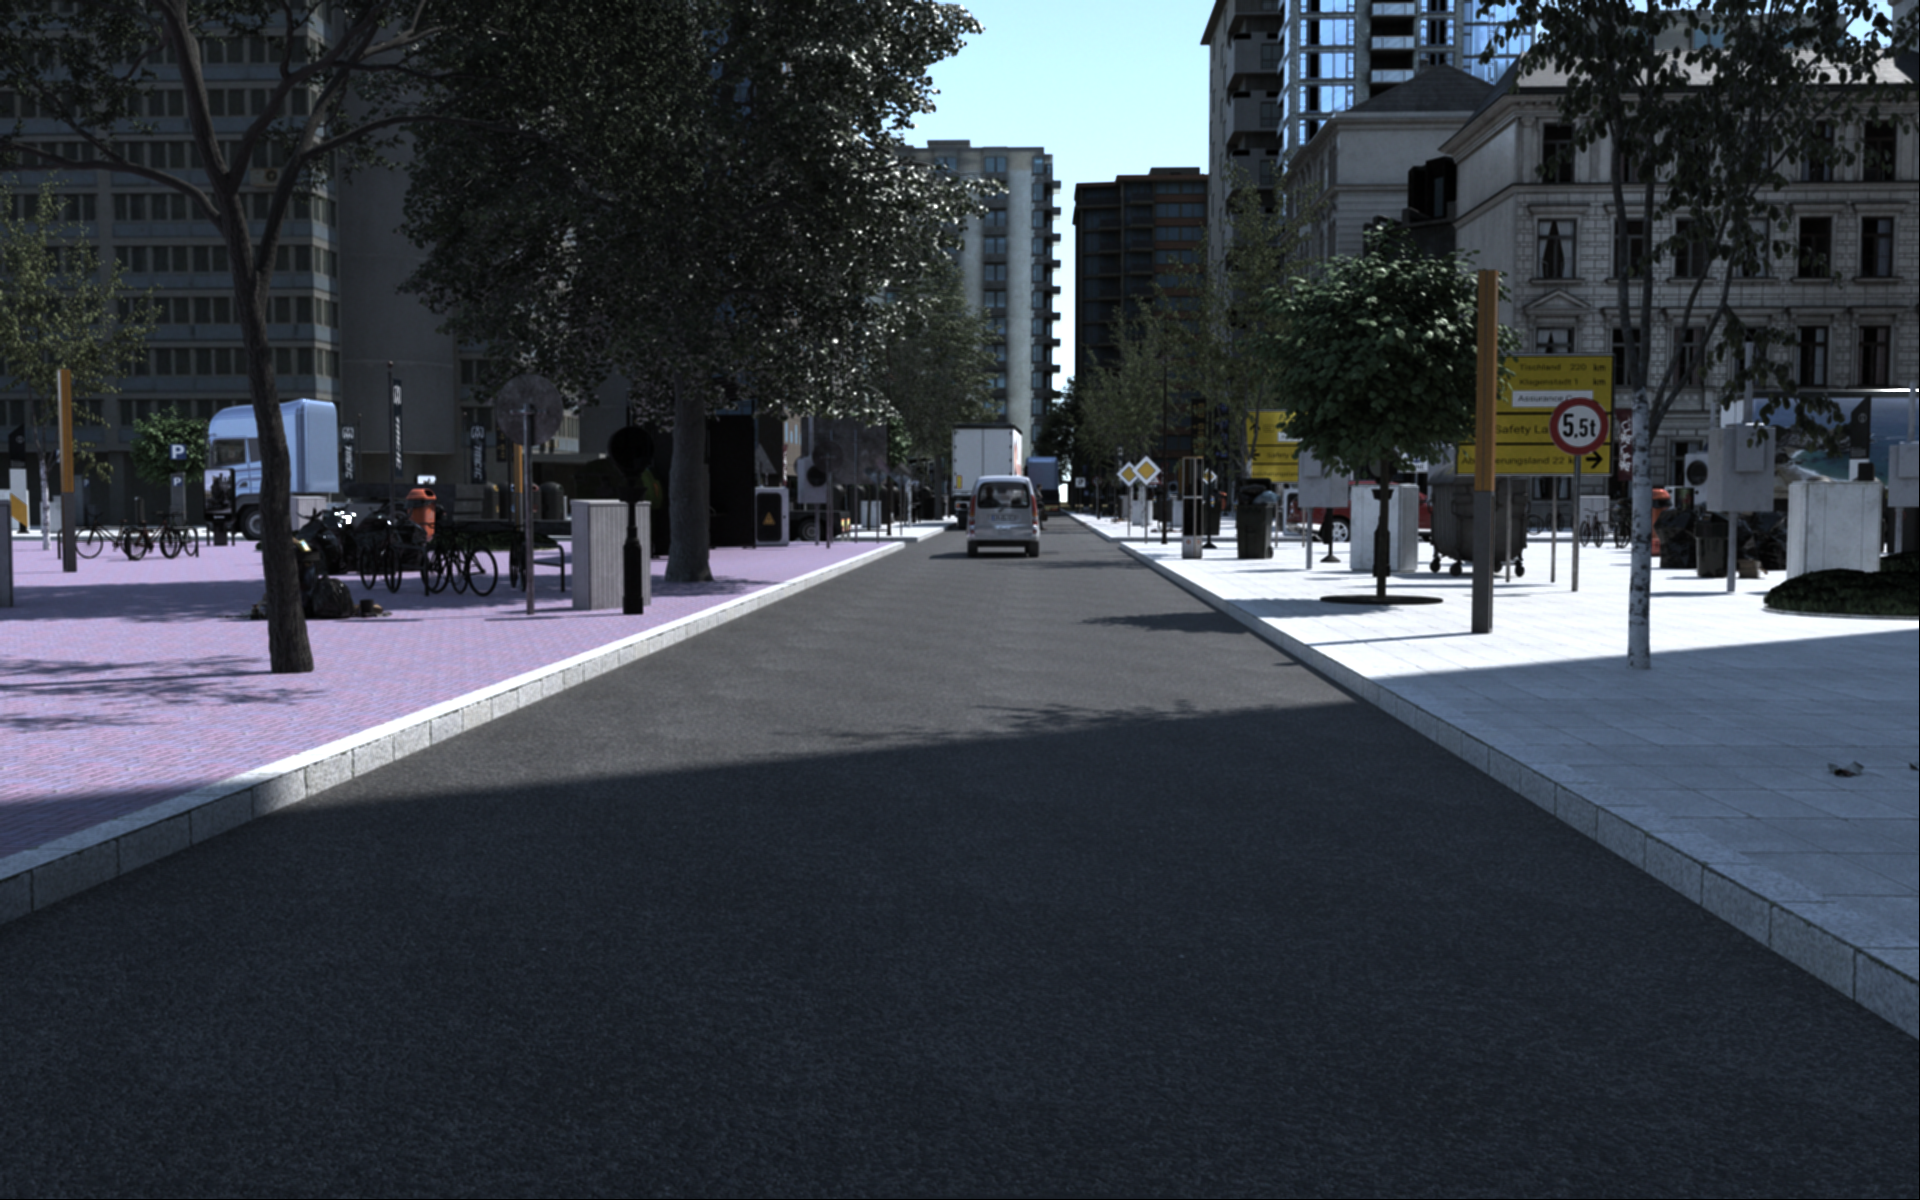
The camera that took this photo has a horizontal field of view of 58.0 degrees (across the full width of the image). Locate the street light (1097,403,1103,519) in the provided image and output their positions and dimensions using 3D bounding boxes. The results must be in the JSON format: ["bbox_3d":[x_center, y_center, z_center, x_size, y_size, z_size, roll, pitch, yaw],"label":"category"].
[{"bbox_3d":[7.041,-7.032,87.759,0.468,5.910,1.993,0,4,2],"label":"street light"}]

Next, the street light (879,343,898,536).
[{"bbox_3d":[-2.191,-4.925,53.311,0.468,5.910,1.993,0,4,2],"label":"street light"}]

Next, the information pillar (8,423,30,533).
[{"bbox_3d":[-30.839,-3.998,56.729,0.504,3.616,0.183,-3,5,-41],"label":"information pillar"}]

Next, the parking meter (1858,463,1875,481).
[{"bbox_3d":[17.005,-1.641,32.537,0.255,1.863,0.399,2,4,33],"label":"parking meter"}]

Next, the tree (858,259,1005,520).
[{"bbox_3d":[-1.456,-10.166,84.339,7.486,12.596,7.792,0,3,0],"label":"tree"}]

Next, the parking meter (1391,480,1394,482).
[{"bbox_3d":[15.135,-3.395,61.220,0.399,1.863,0.255,2,4,34],"label":"parking meter"}]

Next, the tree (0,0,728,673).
[{"bbox_3d":[-5.096,-4.771,12.416,7.601,10.594,8.767,3,4,36],"label":"tree"}]

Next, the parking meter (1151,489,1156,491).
[{"bbox_3d":[12.901,-6.706,115.360,0.399,1.863,0.255,0,4,-5],"label":"parking meter"}]

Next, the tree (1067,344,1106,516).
[{"bbox_3d":[6.810,-7.088,66.248,4.737,8.622,4.395,0,3,0],"label":"tree"}]

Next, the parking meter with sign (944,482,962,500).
[{"bbox_3d":[-0.681,-7.017,110.989,1.738,3.016,0.543,1,4,13],"label":"parking meter with sign"}]

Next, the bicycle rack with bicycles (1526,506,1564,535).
[{"bbox_3d":[17.396,-2.578,55.527,2.852,0.926,2.925,-3,5,-43],"label":"bicycle rack with bicycles"}]

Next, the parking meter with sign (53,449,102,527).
[{"bbox_3d":[-33.991,-4.316,66.819,1.738,3.016,0.543,1,4,13],"label":"parking meter with sign"}]

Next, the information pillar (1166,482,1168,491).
[{"bbox_3d":[12.423,-6.141,104.900,0.304,2.012,0.304,0,4,-7],"label":"information pillar"}]

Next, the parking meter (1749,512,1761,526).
[{"bbox_3d":[19.030,-2.012,41.300,0.372,1.533,0.369,0,3,0],"label":"parking meter"}]

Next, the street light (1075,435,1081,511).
[{"bbox_3d":[8.672,-9.432,126.997,0.468,5.910,1.993,0,4,2],"label":"street light"}]

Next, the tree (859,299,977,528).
[{"bbox_3d":[-1.687,-7.068,65.927,4.360,8.622,3.978,0,3,0],"label":"tree"}]

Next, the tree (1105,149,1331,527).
[{"bbox_3d":[6.099,-5.325,37.427,4.737,8.622,4.395,0,3,0],"label":"tree"}]

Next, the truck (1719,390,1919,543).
[{"bbox_3d":[27.022,-3.590,47.608,11.283,4.237,2.839,0,4,4],"label":"truck"}]

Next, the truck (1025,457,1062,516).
[{"bbox_3d":[5.599,-7.903,118.979,2.967,4.110,18.799,0,4,3],"label":"truck"}]

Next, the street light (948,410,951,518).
[{"bbox_3d":[-0.585,-7.342,92.823,0.468,5.910,1.993,0,4,2],"label":"street light"}]

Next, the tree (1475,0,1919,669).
[{"bbox_3d":[5.111,-3.787,12.287,4.360,8.622,3.978,0,3,0],"label":"tree"}]

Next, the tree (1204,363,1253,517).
[{"bbox_3d":[15.280,-8.966,96.950,4.360,8.622,3.978,0,3,0],"label":"tree"}]

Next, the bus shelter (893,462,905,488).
[{"bbox_3d":[-4.263,-6.424,96.314,1.731,3.624,6.357,0,4,3],"label":"bus shelter"}]

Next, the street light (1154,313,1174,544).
[{"bbox_3d":[5.242,-4.372,44.263,0.468,5.910,1.993,0,4,2],"label":"street light"}]

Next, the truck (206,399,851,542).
[{"bbox_3d":[-12.594,-3.652,49.462,18.799,4.110,2.967,0,4,3],"label":"truck"}]

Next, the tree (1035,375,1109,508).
[{"bbox_3d":[11.104,-15.080,164.680,7.486,12.596,7.792,0,3,0],"label":"tree"}]

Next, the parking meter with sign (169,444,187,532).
[{"bbox_3d":[-26.890,-3.868,59.505,0.543,3.016,1.738,-1,4,-21],"label":"parking meter with sign"}]

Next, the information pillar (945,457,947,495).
[{"bbox_3d":[-0.900,-7.236,109.662,0.183,3.616,0.504,0,4,3],"label":"information pillar"}]

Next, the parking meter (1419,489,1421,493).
[{"bbox_3d":[19.738,-4.064,74.857,0.372,1.533,0.369,0,3,0],"label":"parking meter"}]

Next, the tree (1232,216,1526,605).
[{"bbox_3d":[4.968,-2.257,20.621,4.285,4.588,4.351,0,3,0],"label":"tree"}]

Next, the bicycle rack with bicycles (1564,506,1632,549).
[{"bbox_3d":[16.272,-1.710,41.335,2.852,0.926,2.925,0,4,8],"label":"bicycle rack with bicycles"}]

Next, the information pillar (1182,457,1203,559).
[{"bbox_3d":[4.598,-1.821,34.257,0.304,2.012,0.304,3,4,37],"label":"information pillar"}]

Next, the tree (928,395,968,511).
[{"bbox_3d":[-0.266,-10.828,127.403,4.737,8.622,4.395,0,3,0],"label":"tree"}]

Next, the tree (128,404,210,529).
[{"bbox_3d":[-28.551,-4.842,62.884,4.285,4.588,4.351,0,3,0],"label":"tree"}]

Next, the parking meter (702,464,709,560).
[{"bbox_3d":[-5.126,-1.720,33.829,0.399,1.863,0.255,2,4,29],"label":"parking meter"}]

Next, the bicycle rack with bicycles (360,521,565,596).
[{"bbox_3d":[-6.453,-0.575,22.787,2.852,0.926,2.925,-2,4,-30],"label":"bicycle rack with bicycles"}]

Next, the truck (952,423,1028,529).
[{"bbox_3d":[1.328,-5.217,74.219,2.839,4.237,11.283,0,4,4],"label":"truck"}]

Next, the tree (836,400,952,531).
[{"bbox_3d":[-3.203,-4.675,60.153,4.285,4.588,4.351,0,3,0],"label":"tree"}]

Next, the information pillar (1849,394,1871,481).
[{"bbox_3d":[21.216,-3.027,40.850,0.183,3.616,0.504,-1,4,-22],"label":"information pillar"}]

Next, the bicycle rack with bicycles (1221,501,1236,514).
[{"bbox_3d":[17.900,-5.789,108.031,2.852,0.926,2.925,-1,4,-19],"label":"bicycle rack with bicycles"}]

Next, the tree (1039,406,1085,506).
[{"bbox_3d":[11.994,-15.844,184.807,9.928,11.665,9.643,0,3,0],"label":"tree"}]

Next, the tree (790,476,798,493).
[{"bbox_3d":[-10.869,-7.554,118.115,1.663,3.219,1.824,0,3,0],"label":"tree"}]

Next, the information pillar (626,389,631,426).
[{"bbox_3d":[-7.364,-2.886,38.547,0.183,3.616,0.504,-1,4,-10],"label":"information pillar"}]

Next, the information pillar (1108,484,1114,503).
[{"bbox_3d":[10.929,-7.390,125.314,0.304,2.012,0.304,-2,4,-35],"label":"information pillar"}]

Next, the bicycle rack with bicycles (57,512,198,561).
[{"bbox_3d":[-16.459,-1.308,34.768,2.852,0.926,2.925,1,4,20],"label":"bicycle rack with bicycles"}]

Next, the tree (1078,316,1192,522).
[{"bbox_3d":[7.593,-7.474,72.562,4.360,8.622,3.978,0,3,0],"label":"tree"}]

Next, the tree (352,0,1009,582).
[{"bbox_3d":[-3.958,-7.253,25.239,9.857,13.997,8.962,0,3,0],"label":"tree"}]
